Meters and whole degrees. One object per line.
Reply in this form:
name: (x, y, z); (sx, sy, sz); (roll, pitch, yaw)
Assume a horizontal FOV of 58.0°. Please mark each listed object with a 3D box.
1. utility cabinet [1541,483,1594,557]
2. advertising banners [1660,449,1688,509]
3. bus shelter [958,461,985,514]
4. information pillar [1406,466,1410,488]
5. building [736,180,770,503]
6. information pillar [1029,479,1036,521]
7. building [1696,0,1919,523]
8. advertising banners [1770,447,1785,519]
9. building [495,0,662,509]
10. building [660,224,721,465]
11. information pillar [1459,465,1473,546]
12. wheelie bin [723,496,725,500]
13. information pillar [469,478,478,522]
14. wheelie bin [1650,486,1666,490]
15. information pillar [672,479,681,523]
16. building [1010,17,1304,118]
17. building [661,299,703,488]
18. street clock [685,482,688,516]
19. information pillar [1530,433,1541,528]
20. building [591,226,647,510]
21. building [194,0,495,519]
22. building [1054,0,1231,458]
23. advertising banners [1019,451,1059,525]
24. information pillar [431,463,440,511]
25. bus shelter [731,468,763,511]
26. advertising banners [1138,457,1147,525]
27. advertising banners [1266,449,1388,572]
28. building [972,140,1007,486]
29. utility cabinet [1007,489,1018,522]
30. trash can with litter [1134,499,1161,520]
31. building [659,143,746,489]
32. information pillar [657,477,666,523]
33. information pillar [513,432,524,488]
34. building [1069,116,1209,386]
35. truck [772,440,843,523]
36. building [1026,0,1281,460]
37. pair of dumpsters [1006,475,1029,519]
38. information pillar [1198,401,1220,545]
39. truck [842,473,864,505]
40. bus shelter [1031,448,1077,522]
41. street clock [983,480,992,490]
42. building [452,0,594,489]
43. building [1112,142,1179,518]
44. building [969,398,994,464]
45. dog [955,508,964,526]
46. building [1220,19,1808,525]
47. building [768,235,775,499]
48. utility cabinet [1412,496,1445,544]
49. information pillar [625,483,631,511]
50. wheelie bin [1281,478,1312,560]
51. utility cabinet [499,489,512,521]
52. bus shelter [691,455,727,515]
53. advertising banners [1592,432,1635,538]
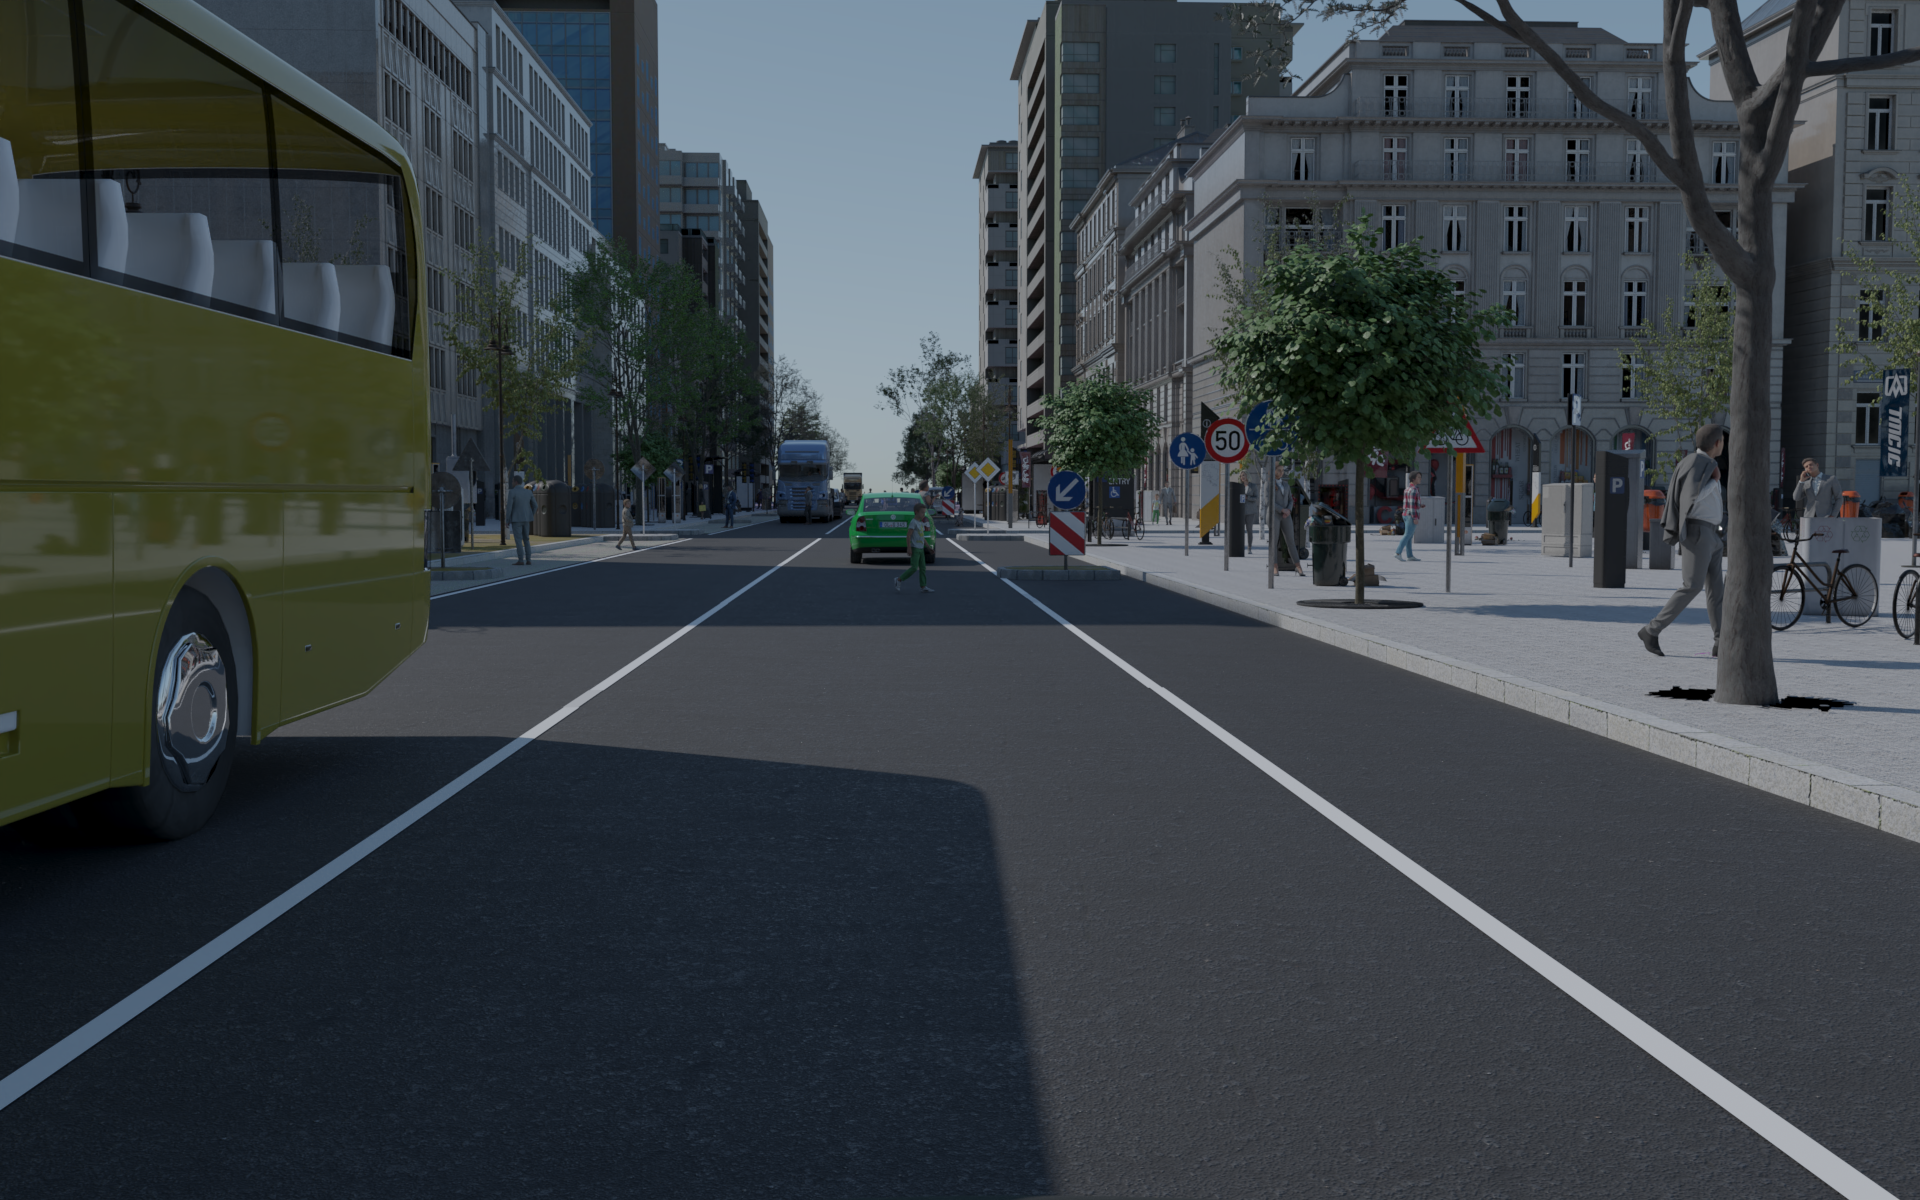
utility cabinet: (12.346, -1.625, 35.251); (0.318, 1.500, 1.173); (-1, 4, -21)
advertising banners: (27.956, -4.445, 68.856); (0.090, 3.025, 2.074); (-2, 4, -34)
bus shelter: (0.972, -7.018, 108.669); (2.014, 3.302, 5.546); (0, 4, -2)
information pillar: (17.782, -4.737, 68.799); (0.183, 3.616, 0.504); (0, 4, 8)
building: (-41.101, -39.467, 268.994); (21.300, 48.544, 21.600); (0, 4, -2)
information pillar: (3.530, -4.823, 83.342); (0.304, 2.012, 0.304); (2, 4, 30)
building: (48.342, -17.201, 78.492); (25.104, 27.353, 12.463); (0, 4, -2)
advertising banners: (31.049, -4.258, 65.808); (0.090, 3.025, 2.074); (1, 4, 13)
building: (-32.602, -30.139, 142.876); (14.600, 45.320, 14.200); (0, 4, -2)
building: (-33.531, -25.372, 186.525); (14.160, 30.474, 14.107); (0, 4, -2)
information pillar: (12.628, -2.368, 43.202); (0.304, 2.012, 0.304); (1, 4, 15)
wheelie bin: (-15.930, -6.635, 116.384); (0.693, 1.594, 0.980); (-2, 4, -30)
information pillar: (-22.077, -4.531, 78.575); (0.304, 2.012, 0.304); (-3, 5, -42)
wheelie bin: (28.341, -3.830, 70.525); (0.980, 1.594, 0.693); (0, 4, -6)
information pillar: (-12.441, -4.370, 75.939); (0.304, 2.012, 0.304); (-2, 4, -29)
building: (20.733, -36.816, 191.188); (28.713, 52.752, 27.495); (0, 4, -2)
building: (-39.780, -19.559, 164.824); (27.650, 21.520, 28.899); (0, 4, -2)
street clock: (-16.434, -6.061, 103.666); (0.358, 2.002, 0.471); (0, 4, 7)
information pillar: (21.999, -4.572, 66.104); (0.183, 3.616, 0.504); (-1, 4, -10)
building: (-29.512, -16.676, 127.398); (10.420, 20.320, 16.860); (0, 4, -2)
building: (-29.709, -15.968, 79.098); (12.078, 24.808, 19.932); (0, 4, -2)
building: (14.907, -28.410, 148.092); (14.154, 41.232, 14.086); (0, 4, -2)
advertising banners: (3.402, -4.602, 71.435); (2.074, 3.025, 0.090); (-1, 4, -19)
information pillar: (-12.507, -2.230, 40.957); (0.304, 2.012, 0.304); (1, 4, 14)
bus shelter: (-16.503, -8.596, 134.461); (2.014, 3.302, 5.546); (0, 4, -3)
advertising banners: (7.613, -4.657, 72.333); (0.090, 3.025, 2.074); (0, 4, -2)
advertising banners: (6.136, -1.984, 28.629); (2.074, 3.025, 0.090); (0, 4, 7)
building: (16.824, -40.696, 254.625); (28.713, 52.752, 27.495); (0, 4, -2)
utility cabinet: (2.362, -4.234, 77.898); (0.318, 1.500, 1.173); (1, 4, 12)
trash can with litter: (9.049, -4.598, 86.229); (1.678, 1.210, 2.233); (-3, 4, -37)
building: (-41.898, -38.124, 242.941); (23.786, 49.044, 30.456); (0, 4, -2)
information pillar: (-13.146, -4.393, 76.310); (0.304, 2.012, 0.304); (-1, 4, -21)
information pillar: (-16.082, -4.392, 63.157); (0.183, 3.616, 0.504); (2, 4, 25)
building: (15.377, -20.087, 125.691); (12.463, 27.353, 25.104); (0, 4, -2)
truck: (-7.855, -6.282, 92.473); (2.967, 4.110, 18.799); (0, 4, -1)
building: (17.816, -33.157, 165.819); (21.300, 48.544, 21.600); (0, 4, -2)
pair of dumpsters: (3.009, -5.278, 88.781); (1.574, 2.255, 4.437); (0, 4, -3)
information pillar: (6.294, -3.204, 43.733); (0.504, 3.616, 0.183); (0, 4, -5)
truck: (-14.067, -14.594, 227.532); (2.839, 4.237, 11.283); (0, 4, -3)
bus shelter: (4.122, -4.972, 75.217); (2.014, 3.302, 5.546); (0, 4, -2)
street clock: (1.431, -5.283, 90.941); (0.471, 2.002, 0.358); (3, 5, 42)
building: (-29.976, -19.956, 103.780); (11.434, 29.767, 29.804); (0, 4, -2)
building: (17.033, -15.854, 101.009); (13.314, 21.916, 24.055); (0, 4, -2)
building: (15.961, -26.838, 283.847); (27.650, 21.520, 28.899); (0, 4, -2)
dog: (-0.141, -3.691, 77.185); (0.800, 0.831, 0.513); (-2, 4, -25)
building: (23.091, -14.478, 78.512); (24.055, 21.916, 13.314); (0, 4, -2)
building: (-38.274, -39.005, 287.837); (14.600, 45.320, 14.200); (0, 4, -2)
utility cabinet: (12.147, -2.076, 45.105); (1.020, 1.237, 0.306); (-2, 4, -27)
information pillar: (-21.121, -6.468, 110.237); (0.304, 2.012, 0.304); (-1, 4, -21)
wheelie bin: (6.450, -1.595, 33.980); (0.693, 1.594, 0.980); (-1, 4, -22)
utility cabinet: (-21.298, -4.505, 82.333); (1.173, 1.500, 0.318); (-2, 4, -31)
bus shelter: (-15.642, -7.164, 108.409); (1.731, 3.624, 6.357); (0, 4, -2)
advertising banners: (18.761, -3.296, 50.080); (0.090, 3.025, 2.074); (-1, 4, -19)
